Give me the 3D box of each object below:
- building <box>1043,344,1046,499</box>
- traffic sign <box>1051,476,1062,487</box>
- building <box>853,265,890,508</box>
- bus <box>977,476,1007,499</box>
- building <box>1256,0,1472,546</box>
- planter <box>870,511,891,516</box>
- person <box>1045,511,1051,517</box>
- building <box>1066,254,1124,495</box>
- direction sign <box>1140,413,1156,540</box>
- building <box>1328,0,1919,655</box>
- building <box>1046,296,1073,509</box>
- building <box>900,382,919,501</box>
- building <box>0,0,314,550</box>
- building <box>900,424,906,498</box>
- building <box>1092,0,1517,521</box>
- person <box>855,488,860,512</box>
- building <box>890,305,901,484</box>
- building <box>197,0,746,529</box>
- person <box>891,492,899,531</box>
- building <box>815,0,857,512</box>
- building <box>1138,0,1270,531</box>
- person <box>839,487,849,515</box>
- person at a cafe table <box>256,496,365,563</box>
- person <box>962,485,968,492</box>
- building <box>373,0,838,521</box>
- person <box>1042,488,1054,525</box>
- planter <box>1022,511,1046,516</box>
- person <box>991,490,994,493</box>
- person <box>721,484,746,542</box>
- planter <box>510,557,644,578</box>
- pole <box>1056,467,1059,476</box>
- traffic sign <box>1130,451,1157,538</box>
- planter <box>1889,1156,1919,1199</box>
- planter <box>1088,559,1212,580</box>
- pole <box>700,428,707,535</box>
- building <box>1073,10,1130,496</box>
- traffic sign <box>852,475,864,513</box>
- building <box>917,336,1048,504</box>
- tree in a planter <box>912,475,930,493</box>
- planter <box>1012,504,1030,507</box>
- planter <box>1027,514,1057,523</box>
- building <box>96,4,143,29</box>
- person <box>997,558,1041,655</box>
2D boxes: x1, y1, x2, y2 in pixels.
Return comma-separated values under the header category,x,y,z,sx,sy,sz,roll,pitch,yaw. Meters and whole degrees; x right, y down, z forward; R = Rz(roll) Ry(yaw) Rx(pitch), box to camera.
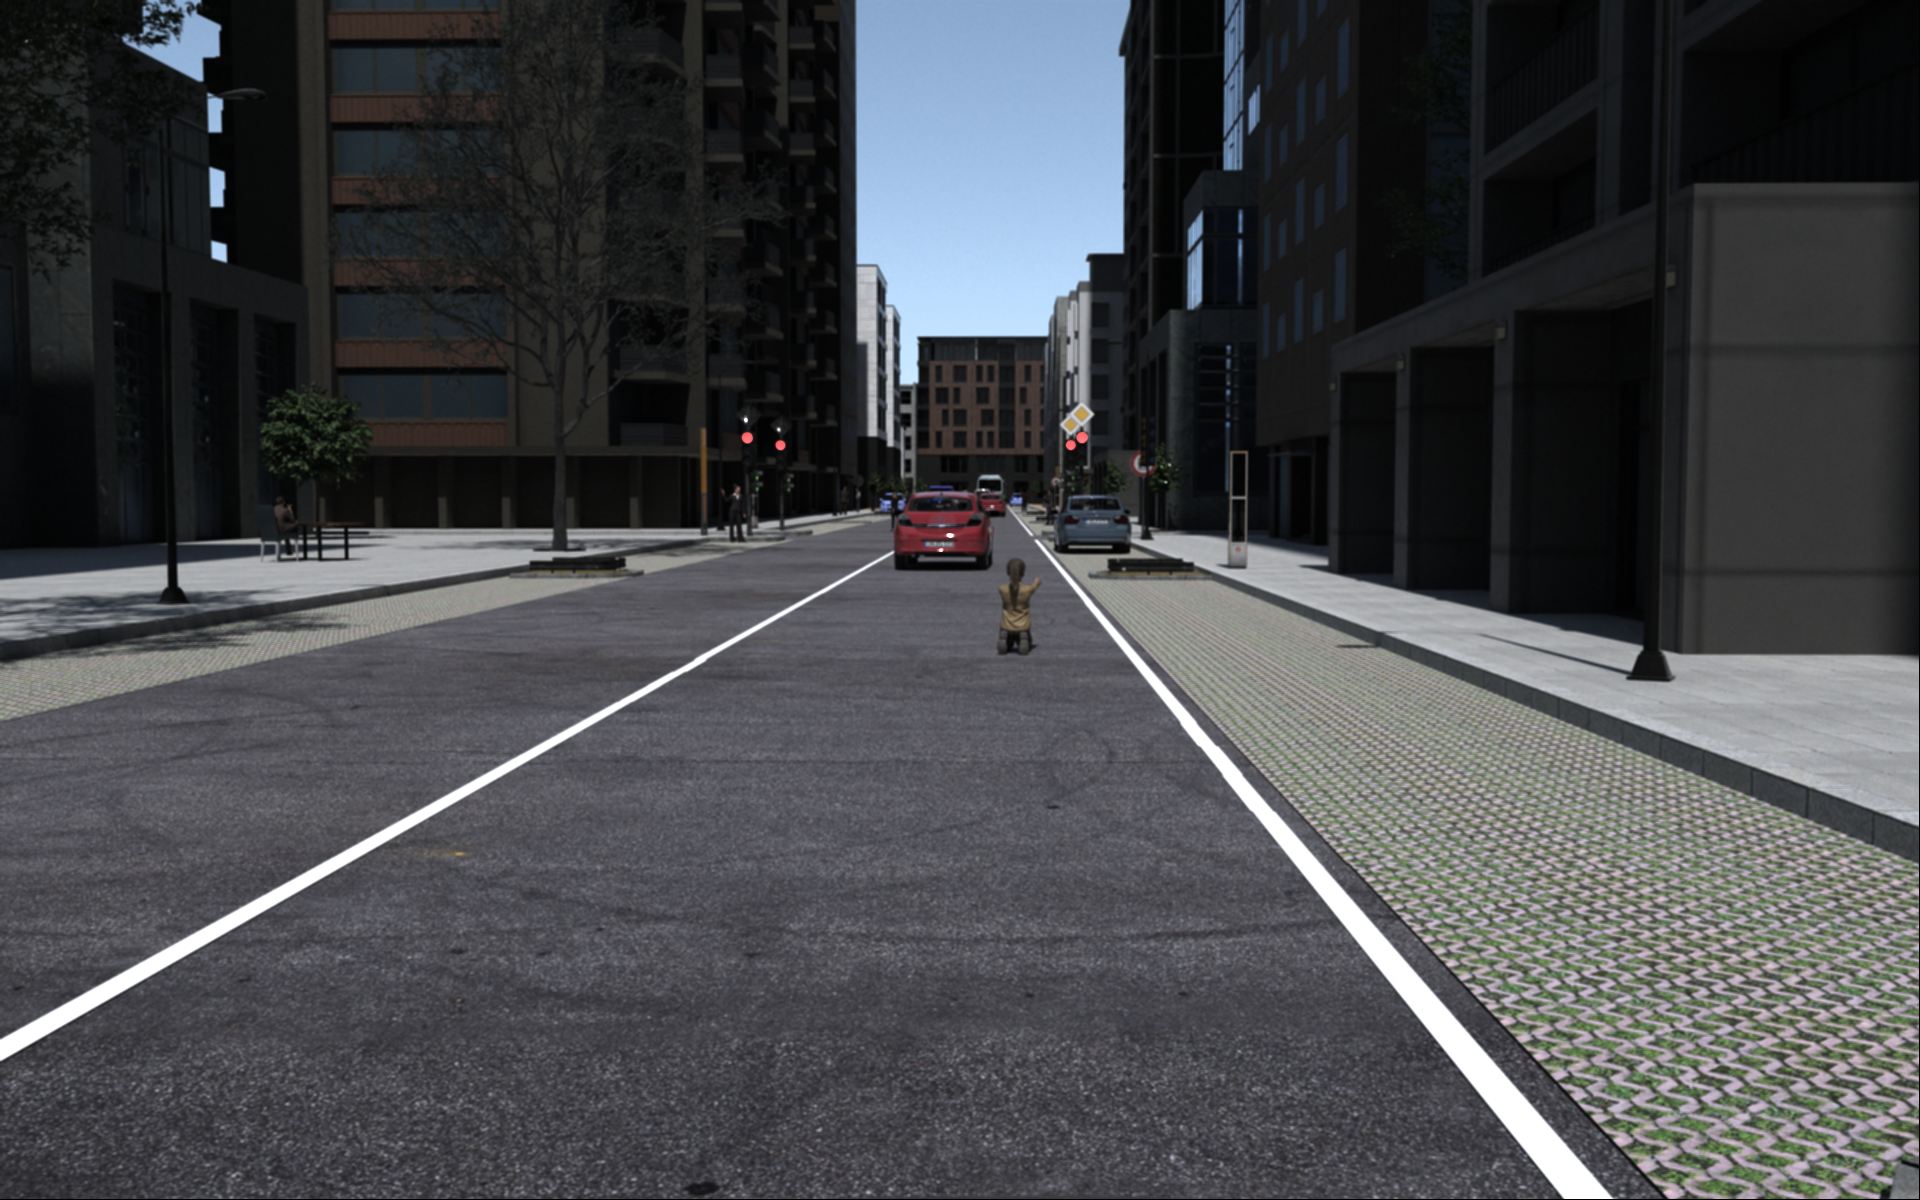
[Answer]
category,x,y,z,sx,sy,sz,roll,pitch,yaw
building,18.217,-20.094,194.999,16.747,18.905,31.486,0,4,1
traffic sign,6.931,-7.617,124.650,0.768,2.556,0.104,0,4,7
building,-21.358,-18.876,152.601,27.936,21.610,32.646,0,4,1
bus,3.332,-11.340,180.265,2.948,3.499,13.247,0,4,3
building,15.557,-24.038,43.140,14.600,45.320,14.200,0,4,1
planter,-4.826,-5.592,112.573,1.991,0.319,1.994,0,4,1
person,5.363,-5.316,105.893,0.357,0.543,0.381,1,4,13
building,16.786,-17.461,141.903,16.016,20.091,11.380,0,4,1
direction sign,5.261,-3.458,48.528,0.379,3.537,0.876,-1,4,-20
building,16.069,-35.335,15.975,20.563,71.187,20.611,0,4,1
building,17.206,-18.157,163.330,16.747,18.905,31.486,0,4,1
building,-21.238,-22.209,229.569,31.486,18.905,16.747,0,4,1
building,-36.000,-44.538,40.861,31.000,86.520,22.319,0,4,1
building,-20.676,-16.225,207.427,28.070,9.664,9.099,0,4,1
building,18.598,-40.438,99.407,20.563,71.187,20.611,0,4,1
person,-7.528,-7.345,127.064,0.436,1.711,0.756,0,4,-2
building,-21.171,-20.898,185.657,27.936,21.610,32.646,0,4,1
building,-19.723,-25.736,75.407,22.147,44.769,28.867,0,4,1
person,-2.435,-3.403,66.673,0.613,1.512,0.480,1,4,19
building,-15.066,-29.176,127.144,14.600,45.320,14.200,0,4,1
building,23.052,-46.260,69.029,31.000,86.520,22.319,0,4,1
person,-7.105,-6.062,105.848,0.565,1.739,0.600,-2,4,-34
person at a cafe table,-12.696,-1.368,33.226,1.698,1.238,1.726,1,4,22
person,0.308,-3.694,69.048,0.875,1.805,0.789,3,5,39
building,-19.244,-27.555,105.150,22.147,44.769,28.867,0,4,1
person,4.021,-4.263,79.016,0.431,1.722,0.655,2,4,31
planter,4.984,-5.566,112.139,1.991,0.319,1.994,0,4,1
person,2.368,-7.180,126.623,0.841,1.734,0.376,0,4,-6
person,-6.643,-2.541,50.855,0.445,1.727,0.742,3,4,37
planter,-6.601,-0.554,30.199,1.991,0.319,1.994,0,4,1
pole,7.203,-8.237,128.515,0.158,3.312,0.155,0,3,0
traffic sign,5.335,-3.078,50.423,0.768,2.556,0.104,0,4,7
planter,2.624,1.129,2.675,1.991,0.319,1.994,0,4,1
planter,3.204,-0.518,29.613,1.991,0.319,1.994,0,4,1
pole,-7.940,-3.658,53.657,0.158,3.312,0.155,0,3,0
building,24.358,-26.355,122.779,32.217,40.220,23.993,0,4,1
traffic sign,-6.766,-7.029,115.028,0.768,2.556,0.104,0,4,6
building,10.952,-23.911,234.914,32.646,21.610,27.936,0,4,1
tree in a planter,-3.730,-10.139,163.001,1.991,3.239,1.994,0,4,1
planter,6.650,-10.292,189.409,1.991,0.319,1.994,0,4,1
planter,4.398,-3.918,85.202,1.991,0.319,1.994,0,4,1
building,-52.576,-29.706,74.932,27.495,52.752,28.713,0,4,1
person,0.525,0.046,15.677,0.347,0.859,0.695,1,4,10
